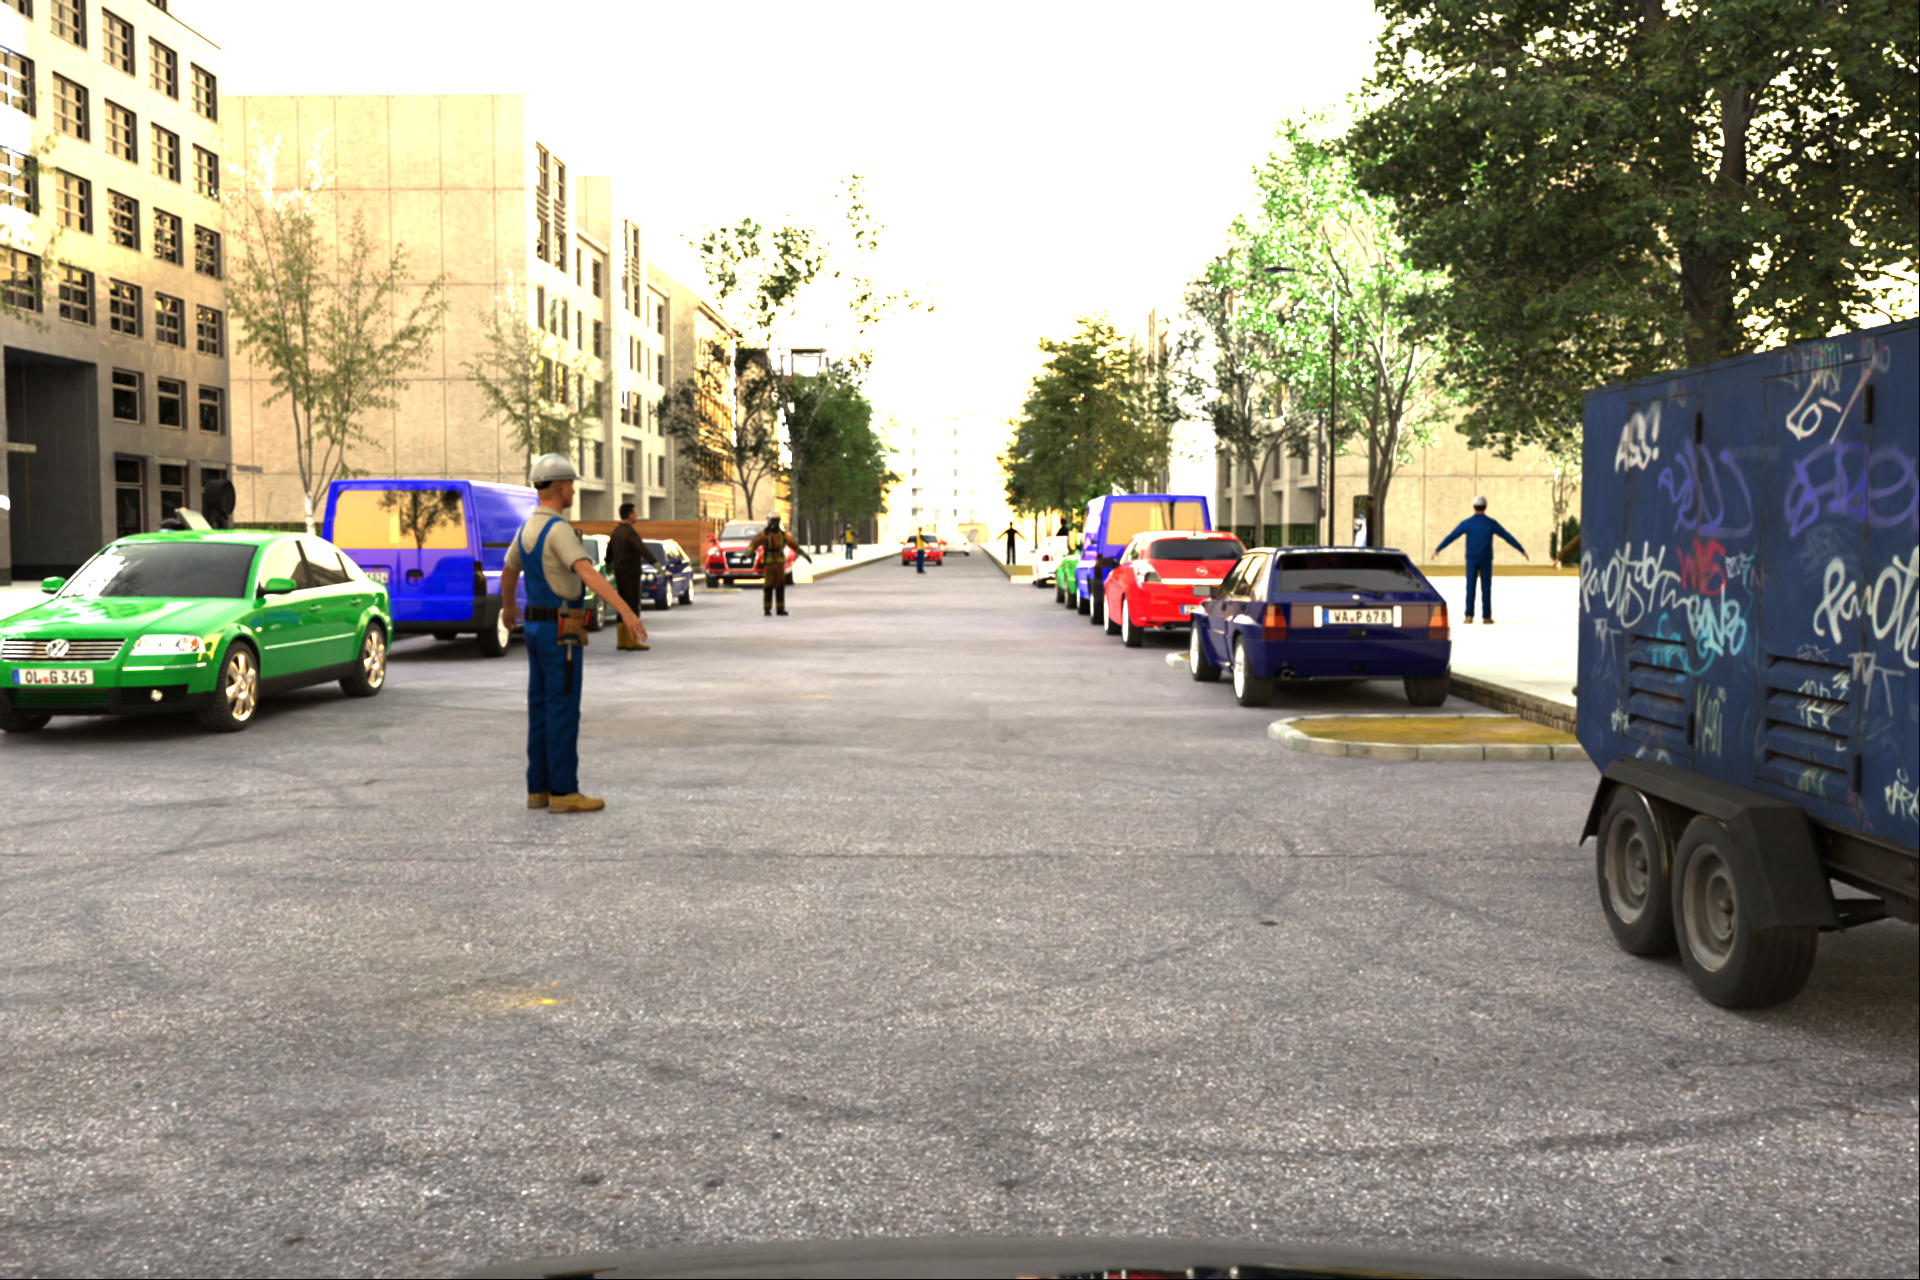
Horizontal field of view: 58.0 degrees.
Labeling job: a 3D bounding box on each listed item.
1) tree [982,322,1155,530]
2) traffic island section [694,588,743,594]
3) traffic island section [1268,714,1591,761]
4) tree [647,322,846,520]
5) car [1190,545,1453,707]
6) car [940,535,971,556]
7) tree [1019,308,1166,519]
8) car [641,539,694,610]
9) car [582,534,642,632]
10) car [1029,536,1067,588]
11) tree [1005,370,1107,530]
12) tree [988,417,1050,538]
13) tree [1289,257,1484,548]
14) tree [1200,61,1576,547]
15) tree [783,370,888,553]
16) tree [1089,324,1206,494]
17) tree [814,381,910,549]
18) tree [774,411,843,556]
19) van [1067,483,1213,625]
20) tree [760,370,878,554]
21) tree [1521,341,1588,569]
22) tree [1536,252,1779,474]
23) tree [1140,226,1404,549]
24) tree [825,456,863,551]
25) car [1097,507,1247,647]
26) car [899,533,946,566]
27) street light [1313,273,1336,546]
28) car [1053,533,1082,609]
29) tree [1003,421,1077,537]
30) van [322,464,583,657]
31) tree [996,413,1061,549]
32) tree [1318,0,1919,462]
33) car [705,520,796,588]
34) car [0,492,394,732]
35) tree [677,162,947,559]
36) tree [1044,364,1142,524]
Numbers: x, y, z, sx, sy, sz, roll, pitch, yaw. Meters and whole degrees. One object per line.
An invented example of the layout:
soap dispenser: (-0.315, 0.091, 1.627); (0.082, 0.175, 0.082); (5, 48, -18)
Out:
tree: (6.462, -11.691, 101.511); (12.009, 13.543, 11.850); (0, 3, 0)
traffic island section: (-6.339, -1.181, 42.177); (1.991, 0.108, 1.994); (0, 3, 0)
traffic island section: (3.186, 0.668, 11.949); (1.991, 0.108, 1.994); (0, 4, -1)
tree: (-9.170, -8.664, 76.074); (8.767, 10.594, 7.601); (-2, 4, -24)
car: (3.151, -0.192, 15.728); (1.945, 1.354, 3.894); (0, 4, -1)
car: (-0.307, -6.271, 114.884); (2.083, 1.381, 4.827); (0, 4, 1)
tree: (6.575, -10.326, 86.962); (7.486, 12.596, 7.792); (0, 3, 0)
car: (-6.337, -1.310, 33.992); (1.945, 1.354, 3.894); (0, 4, 1)
car: (-6.182, -0.928, 26.970); (2.131, 1.459, 4.920); (0, 4, 0)
car: (2.966, -2.155, 47.594); (2.083, 1.381, 4.827); (0, 3, 0)
tree: (6.634, -11.931, 113.198); (7.486, 12.596, 7.792); (0, 3, 0)
tree: (6.536, -12.156, 133.156); (7.601, 10.594, 8.767); (3, 4, 37)
tree: (15.479, -8.384, 62.840); (9.928, 11.665, 9.643); (0, 3, 0)
tree: (9.311, -6.870, 38.079); (9.928, 11.665, 9.643); (0, 3, 0)
tree: (-8.710, -12.359, 120.200); (7.486, 12.596, 7.792); (0, 3, 0)
tree: (7.219, -6.705, 59.985); (4.360, 8.622, 3.978); (0, 3, 0)
tree: (-8.959, -14.579, 145.023); (9.857, 13.997, 8.962); (0, 3, 0)
tree: (-8.734, -9.157, 100.084); (4.360, 8.622, 3.978); (0, 3, 0)
van: (3.011, -1.506, 29.015); (2.240, 2.365, 5.245); (0, 4, 0)
tree: (-9.065, -11.258, 109.818); (9.928, 11.665, 9.643); (0, 3, 0)
tree: (21.635, -6.891, 63.027); (4.360, 8.622, 3.978); (0, 3, 0)
tree: (22.317, -7.321, 54.109); (8.767, 10.594, 7.601); (0, 4, 3)
tree: (9.100, -7.177, 51.754); (8.767, 10.594, 7.601); (1, 4, 21)
tree: (-8.806, -10.935, 129.155); (4.737, 8.622, 4.395); (0, 3, 0)
car: (2.966, -0.879, 23.405); (2.155, 1.783, 4.494); (0, 4, 0)
car: (-1.719, -4.327, 79.787); (2.155, 1.783, 4.494); (0, 4, 1)
street light: (7.032, -3.524, 30.151); (1.470, 5.913, 1.316); (0, 4, 0)
car: (2.891, -1.580, 34.625); (1.959, 1.807, 4.718); (0, 4, -1)
tree: (6.687, -11.510, 122.603); (7.601, 10.594, 8.767); (-1, 4, -17)
van: (-6.230, -1.066, 21.815); (2.240, 2.365, 5.245); (0, 4, 1)
tree: (6.702, -13.956, 146.314); (7.486, 12.596, 7.792); (0, 3, 0)
tree: (9.051, -6.982, 20.812); (9.857, 13.997, 8.962); (0, 3, 0)
car: (-5.681, -2.367, 47.371); (2.281, 1.827, 5.304); (0, 3, 0)
car: (-6.061, -0.314, 13.930); (1.959, 1.807, 4.718); (0, 4, 1)
tree: (-7.531, -14.213, 88.267); (12.611, 20.169, 13.585); (0, 3, 0)
tree: (6.272, -7.608, 74.751); (4.360, 8.622, 3.978); (0, 3, 0)
